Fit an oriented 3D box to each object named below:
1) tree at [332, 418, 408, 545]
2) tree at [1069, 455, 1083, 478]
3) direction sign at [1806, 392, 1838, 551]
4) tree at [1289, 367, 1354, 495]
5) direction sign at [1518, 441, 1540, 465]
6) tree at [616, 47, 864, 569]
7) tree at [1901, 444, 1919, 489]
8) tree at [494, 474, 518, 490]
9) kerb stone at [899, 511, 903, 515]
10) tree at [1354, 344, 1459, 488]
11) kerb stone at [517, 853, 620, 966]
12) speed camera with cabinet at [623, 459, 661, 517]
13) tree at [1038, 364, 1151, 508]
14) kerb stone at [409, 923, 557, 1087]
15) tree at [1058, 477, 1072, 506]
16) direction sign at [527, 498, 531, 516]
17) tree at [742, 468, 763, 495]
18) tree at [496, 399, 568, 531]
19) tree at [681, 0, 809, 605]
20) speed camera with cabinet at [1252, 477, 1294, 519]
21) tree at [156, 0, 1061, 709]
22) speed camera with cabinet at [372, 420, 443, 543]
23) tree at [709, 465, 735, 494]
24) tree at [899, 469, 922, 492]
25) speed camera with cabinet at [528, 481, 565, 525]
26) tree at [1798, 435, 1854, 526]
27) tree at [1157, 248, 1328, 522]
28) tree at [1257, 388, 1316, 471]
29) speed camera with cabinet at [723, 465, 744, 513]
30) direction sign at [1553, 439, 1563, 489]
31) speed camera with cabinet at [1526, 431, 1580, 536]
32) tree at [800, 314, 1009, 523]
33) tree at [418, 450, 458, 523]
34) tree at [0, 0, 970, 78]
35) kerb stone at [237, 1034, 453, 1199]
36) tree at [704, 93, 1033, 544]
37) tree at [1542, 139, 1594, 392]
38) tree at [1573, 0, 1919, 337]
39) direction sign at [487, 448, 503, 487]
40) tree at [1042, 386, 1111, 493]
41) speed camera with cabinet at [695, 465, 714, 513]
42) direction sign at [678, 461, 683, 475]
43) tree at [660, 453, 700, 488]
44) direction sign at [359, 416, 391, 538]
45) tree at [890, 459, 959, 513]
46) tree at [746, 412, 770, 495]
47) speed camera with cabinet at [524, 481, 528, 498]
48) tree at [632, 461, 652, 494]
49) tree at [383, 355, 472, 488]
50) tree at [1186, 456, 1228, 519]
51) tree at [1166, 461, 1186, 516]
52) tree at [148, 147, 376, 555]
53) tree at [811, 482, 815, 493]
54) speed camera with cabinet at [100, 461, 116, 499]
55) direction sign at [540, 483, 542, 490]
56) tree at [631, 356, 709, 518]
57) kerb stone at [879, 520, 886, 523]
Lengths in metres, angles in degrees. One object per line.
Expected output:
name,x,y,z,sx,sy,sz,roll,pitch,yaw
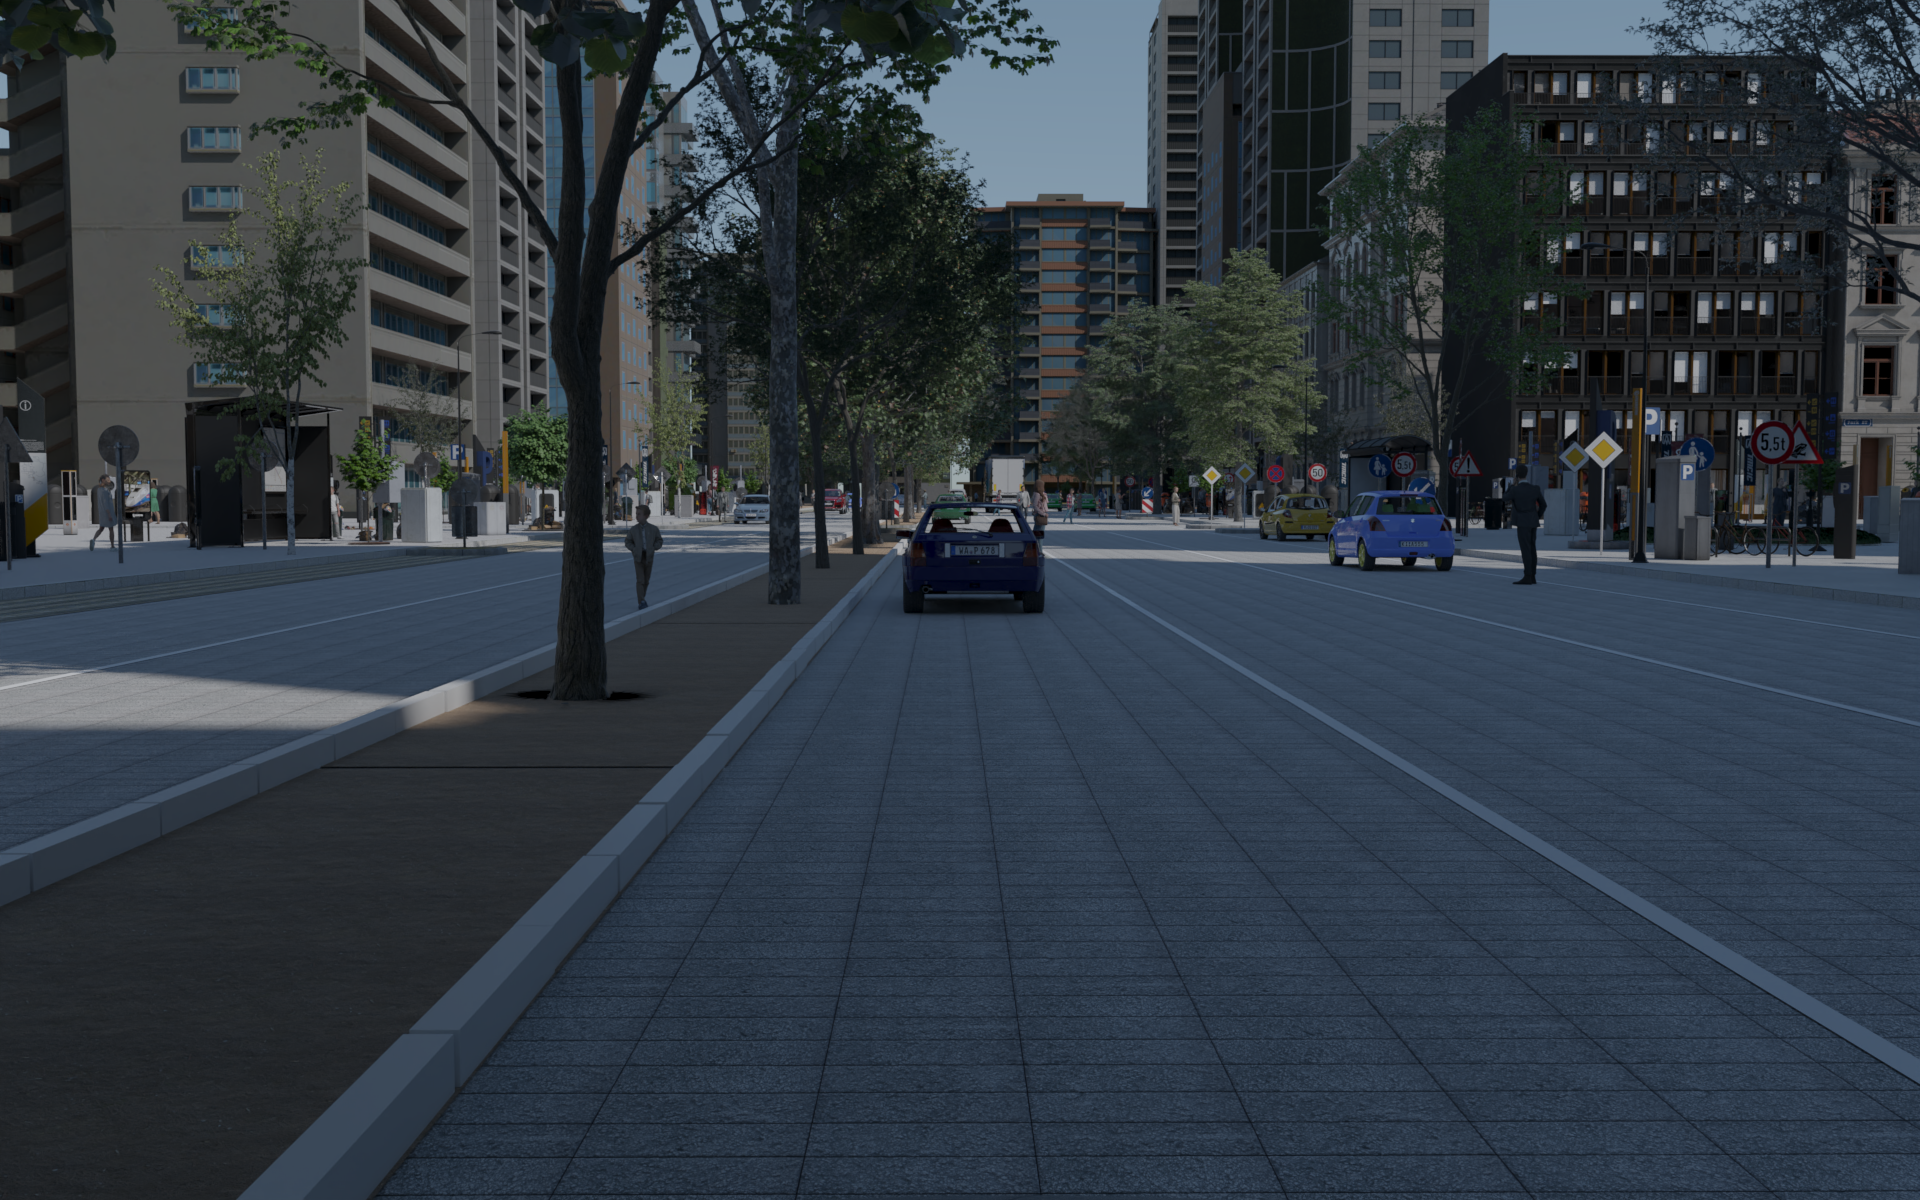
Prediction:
tree,-15.174,-3.023,44.028,1.663,3.219,1.824,0,3,0
tree,11.828,-16.996,212.292,7.601,10.594,8.767,-1,4,-14
direction sign,19.262,-2.862,38.792,0.379,3.537,0.876,-1,4,-18
tree,20.523,-9.078,98.784,4.360,8.622,3.978,0,3,0
direction sign,24.480,-5.055,74.645,0.876,3.537,0.379,1,4,17
tree,-2.610,-5.891,33.192,8.767,10.594,7.601,0,4,0
tree,20.772,-2.557,36.410,1.663,3.219,1.824,0,3,0
tree,-28.203,-6.859,106.752,1.663,3.219,1.824,0,3,0
kerb stone,-4.276,-6.482,128.176,0.120,0.150,1.000,0,4,0
tree,21.801,-8.167,83.893,4.360,8.622,3.978,0,3,0
kerb stone,-1.276,1.016,5.671,0.120,0.150,1.000,0,4,0
speed camera with cabinet,-18.039,-6.351,98.171,2.038,3.252,0.660,-2,4,-29
tree,12.146,-15.220,159.220,12.009,13.543,11.850,0,3,0
kerb stone,-1.262,1.073,4.649,0.120,0.150,1.000,0,4,0
tree,11.735,-11.912,189.359,1.663,3.219,1.824,0,3,0
direction sign,-29.160,-7.673,117.447,0.379,3.537,0.876,3,4,38
tree,-15.334,-8.083,126.764,1.663,3.219,1.824,0,3,0
tree,-14.457,-4.662,59.931,4.285,4.588,4.351,0,3,0
tree,-3.497,-10.053,22.706,12.611,20.169,13.585,0,3,0
speed camera with cabinet,15.974,-5.753,88.402,2.038,3.252,0.660,0,4,7
tree,-2.539,-5.101,11.621,9.928,11.665,9.643,0,3,0
speed camera with cabinet,-14.697,-3.161,46.019,2.038,3.252,0.660,2,4,30
tree,-15.801,-7.370,115.104,1.663,3.219,1.824,0,3,0
tree,-3.250,-11.241,136.611,4.360,8.622,3.978,0,3,0
speed camera with cabinet,-16.624,-4.716,71.450,2.038,3.252,0.660,-2,4,-34
tree,26.938,-3.643,54.169,1.663,3.219,1.824,0,3,0
tree,12.977,-9.886,79.771,7.486,12.596,7.792,0,3,0
tree,21.876,-10.161,116.499,4.737,8.622,4.395,0,3,0
speed camera with cabinet,-15.659,-7.654,119.478,0.660,3.252,2.038,-3,5,-40
direction sign,24.913,-4.905,72.200,0.379,3.537,0.876,0,4,-6
speed camera with cabinet,18.414,-3.652,54.044,0.660,3.252,2.038,-2,4,-24
tree,-2.652,-10.584,85.879,12.009,13.543,11.850,0,3,0
tree,-22.566,-4.975,75.937,1.663,3.219,1.824,0,3,0
tree,-1.924,-5.627,1.120,9.857,13.997,8.962,0,3,0
kerb stone,-1.259,1.136,3.619,0.120,0.150,1.000,0,4,0
tree,-2.631,-7.953,49.504,9.611,12.733,9.660,0,3,0
tree,13.123,-7.414,46.974,9.928,11.665,9.643,0,3,0
tree,13.584,-6.856,22.468,12.009,13.543,11.850,0,3,0
direction sign,-22.791,-5.696,85.118,0.876,3.537,0.379,-2,4,-33
tree,12.451,-16.017,180.012,7.486,12.596,7.792,0,3,0
speed camera with cabinet,-17.834,-7.624,118.991,0.660,3.252,2.038,3,4,39
direction sign,-19.348,-7.825,119.930,0.379,3.537,0.876,-2,4,-34
tree,-21.694,-9.161,133.490,4.285,4.588,4.351,0,3,0
direction sign,-17.028,-3.577,50.487,0.876,3.537,0.379,0,4,-7
tree,-3.186,-12.807,129.978,7.486,12.596,7.792,0,3,0
tree,-16.074,-11.932,145.444,4.737,8.622,4.395,0,3,0
speed camera with cabinet,-24.627,-6.502,100.640,0.660,3.252,2.038,1,4,13
tree,-18.650,-6.480,100.555,1.663,3.219,1.824,0,3,0
tree,-28.413,-8.680,92.281,4.360,8.622,3.978,0,3,0
tree,12.793,-5.714,88.021,1.663,3.219,1.824,0,3,0
tree,12.685,-6.451,100.073,1.663,3.219,1.824,0,3,0
tree,-14.345,-5.263,36.411,4.737,8.622,4.395,0,3,0
tree,-16.679,-12.696,202.182,1.663,3.219,1.824,0,3,0
speed camera with cabinet,-44.286,-5.758,88.474,2.038,3.252,0.660,-3,5,-41
direction sign,-26.903,-7.290,111.189,0.379,3.537,0.876,-1,4,-20
tree,-15.046,-8.621,91.324,4.737,8.622,4.395,0,3,0
kerb stone,-3.995,-4.162,90.253,0.120,0.150,1.000,0,4,0
